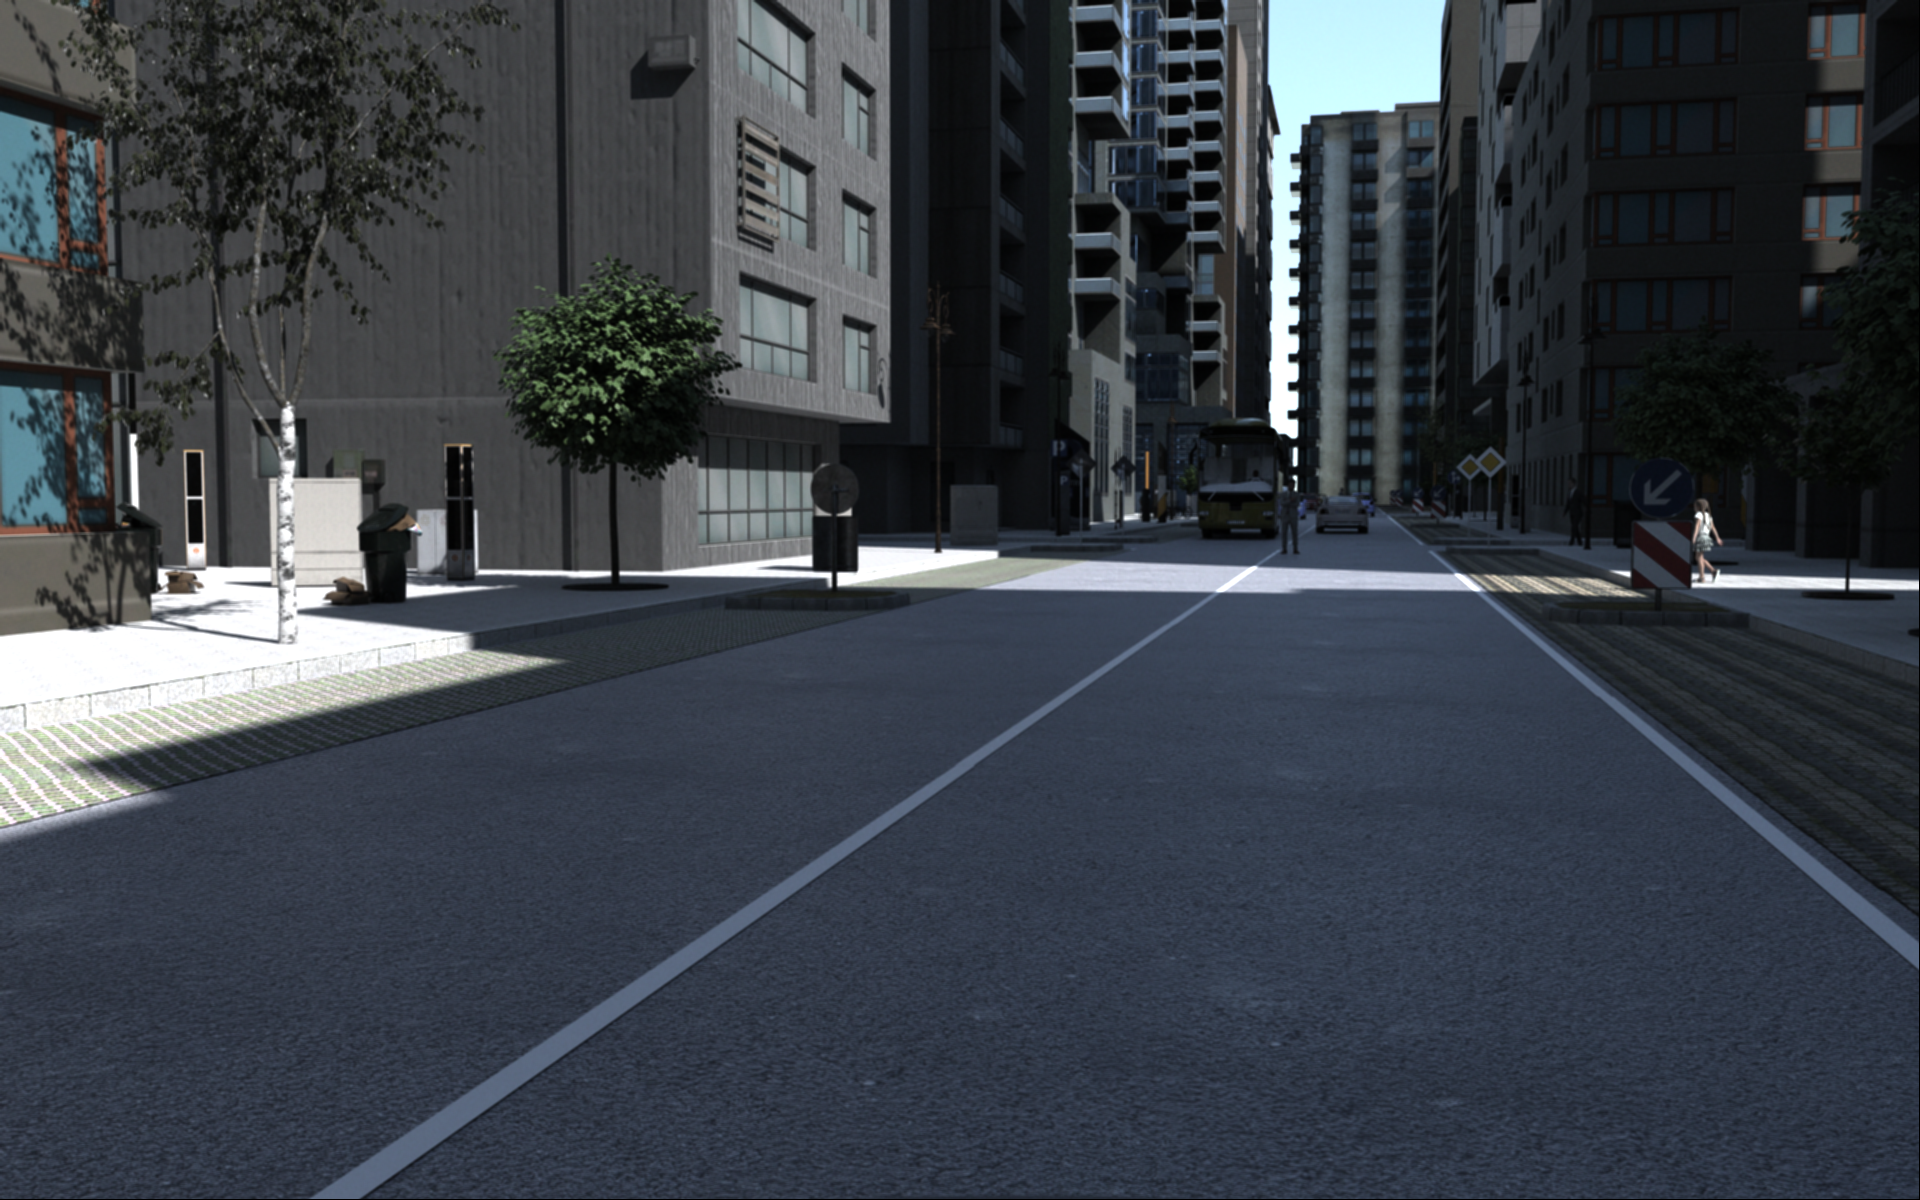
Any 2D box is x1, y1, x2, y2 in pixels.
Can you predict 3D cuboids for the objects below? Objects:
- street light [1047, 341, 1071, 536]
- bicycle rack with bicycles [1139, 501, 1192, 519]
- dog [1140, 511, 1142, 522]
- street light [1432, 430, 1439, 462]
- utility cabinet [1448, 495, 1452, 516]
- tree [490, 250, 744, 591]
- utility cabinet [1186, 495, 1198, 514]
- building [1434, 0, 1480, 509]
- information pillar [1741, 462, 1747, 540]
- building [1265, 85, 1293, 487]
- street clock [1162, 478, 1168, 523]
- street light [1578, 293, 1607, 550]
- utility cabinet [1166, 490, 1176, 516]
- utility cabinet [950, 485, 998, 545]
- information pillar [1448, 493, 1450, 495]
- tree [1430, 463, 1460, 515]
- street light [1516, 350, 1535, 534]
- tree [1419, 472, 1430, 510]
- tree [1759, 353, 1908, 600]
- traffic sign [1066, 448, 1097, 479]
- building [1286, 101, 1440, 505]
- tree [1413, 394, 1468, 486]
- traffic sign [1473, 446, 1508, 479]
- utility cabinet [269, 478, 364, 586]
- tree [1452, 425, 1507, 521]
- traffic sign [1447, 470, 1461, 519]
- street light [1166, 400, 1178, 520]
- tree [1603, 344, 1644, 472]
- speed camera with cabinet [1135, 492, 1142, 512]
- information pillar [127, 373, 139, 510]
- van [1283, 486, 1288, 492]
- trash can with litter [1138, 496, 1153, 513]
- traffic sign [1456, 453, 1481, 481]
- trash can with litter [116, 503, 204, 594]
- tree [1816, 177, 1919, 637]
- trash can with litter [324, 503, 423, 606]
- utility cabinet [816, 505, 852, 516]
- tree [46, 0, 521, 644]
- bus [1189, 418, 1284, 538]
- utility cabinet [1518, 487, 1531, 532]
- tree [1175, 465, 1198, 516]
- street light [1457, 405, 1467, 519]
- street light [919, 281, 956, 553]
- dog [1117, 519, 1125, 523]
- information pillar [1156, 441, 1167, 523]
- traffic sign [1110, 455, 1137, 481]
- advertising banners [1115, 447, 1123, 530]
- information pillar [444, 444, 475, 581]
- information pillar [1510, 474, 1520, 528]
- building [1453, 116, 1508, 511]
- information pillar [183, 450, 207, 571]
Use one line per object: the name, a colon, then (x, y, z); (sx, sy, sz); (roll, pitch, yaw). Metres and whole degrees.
street light: (2.996, -4.873, 52.456); (0.468, 5.910, 1.993); (1, 4, 13)
bicycle rack with bicycles: (10.712, -4.685, 89.985); (2.925, 0.926, 2.852); (-1, 4, -17)
dog: (8.587, -3.901, 80.612); (0.540, 0.507, 0.406); (1, 4, 23)
street light: (33.456, -9.124, 121.961); (0.468, 5.910, 1.993); (1, 4, 13)
utility cabinet: (28.597, -5.521, 101.432); (0.306, 1.237, 1.020); (1, 4, 21)
tree: (-4.631, -2.437, 23.557); (4.285, 4.588, 4.351); (0, 3, 0)
utility cabinet: (14.978, -6.080, 110.577); (1.020, 1.237, 0.306); (0, 4, -2)
building: (53.004, -32.225, 150.582); (21.300, 48.544, 21.600); (1, 4, 13)
information pillar: (22.046, -3.495, 48.494); (0.183, 3.616, 0.504); (0, 4, 0)
building: (28.804, -38.813, 223.827); (27.495, 52.752, 28.713); (1, 4, 13)
street clock: (9.206, -4.492, 78.016); (0.358, 2.002, 0.471); (0, 4, 2)
street light: (14.529, -4.106, 39.926); (0.468, 5.910, 1.993); (1, 4, 13)
utility cabinet: (11.651, -5.461, 97.970); (1.173, 1.500, 0.318); (-1, 4, -20)
utility cabinet: (0.357, -2.099, 43.003); (1.173, 1.500, 0.318); (-2, 4, -24)
information pillar: (31.714, -6.613, 112.609); (0.304, 2.012, 0.304); (2, 4, 26)
tree: (30.470, -6.936, 108.004); (1.663, 3.219, 1.824); (0, 3, 0)
street light: (18.170, -5.075, 55.760); (0.468, 5.910, 1.993); (1, 4, 13)
tree: (38.168, -8.861, 139.473); (1.663, 3.219, 1.824); (0, 3, 0)
tree: (11.059, -1.642, 21.454); (1.663, 3.219, 1.824); (0, 3, 0)
traffic sign: (3.069, -2.561, 44.059); (0.795, 2.593, 0.064); (1, 4, 13)
building: (56.350, -36.383, 214.470); (30.456, 49.044, 23.786); (1, 4, 13)
tree: (34.936, -10.802, 126.976); (4.737, 8.622, 4.395); (0, 3, 0)
traffic sign: (12.802, -2.422, 41.793); (0.795, 2.593, 0.064); (1, 4, 13)
utility cabinet: (-8.909, -0.937, 23.997); (1.173, 1.500, 0.318); (-1, 4, -13)
tree: (25.129, -6.055, 82.714); (4.285, 4.588, 4.351); (0, 3, 0)
traffic sign: (25.805, -5.521, 90.376); (0.768, 2.556, 0.104); (1, 4, 17)
street light: (10.435, -6.877, 85.220); (0.468, 5.910, 1.993); (1, 4, 13)
tree: (13.509, -2.929, 31.606); (4.285, 4.588, 4.351); (0, 3, 0)
speed camera with cabinet: (12.164, -7.925, 123.915); (2.038, 3.252, 0.660); (0, 4, -2)
information pillar: (-11.460, -1.997, 24.006); (0.183, 3.616, 0.504); (-2, 4, -28)
van: (17.148, -5.293, 93.554); (2.013, 2.044, 4.112); (1, 4, 14)
trash can with litter: (12.702, -6.508, 117.791); (1.055, 1.170, 0.624); (-2, 4, -28)
traffic sign: (14.604, -2.898, 49.572); (0.795, 2.593, 0.064); (1, 4, 13)
trash can with litter: (-10.356, -0.672, 22.379); (1.055, 1.170, 0.624); (-1, 4, -10)
tree: (9.396, -1.941, 15.450); (4.285, 4.588, 4.351); (0, 3, 0)
trash can with litter: (-6.871, -0.544, 20.274); (0.624, 1.170, 1.055); (2, 4, 28)
utility cabinet: (-2.129, -1.251, 29.126); (0.318, 1.500, 1.173); (1, 4, 12)
tree: (-5.831, -3.944, 14.842); (4.360, 8.622, 3.978); (0, 3, 0)
bus: (9.725, -4.156, 59.496); (2.896, 3.916, 12.252); (1, 4, 11)
utility cabinet: (18.944, -3.024, 58.120); (0.318, 1.500, 1.173); (1, 4, 13)
tree: (13.343, -6.516, 101.141); (1.663, 3.219, 1.824); (0, 3, 0)
street light: (25.665, -7.078, 88.512); (0.468, 5.910, 1.993); (1, 4, 13)
street light: (-0.477, -3.972, 37.727); (0.468, 5.910, 1.993); (1, 4, 13)
dog: (7.223, -3.639, 77.227); (0.550, 0.427, 0.748); (2, 4, 25)
information pillar: (8.931, -5.214, 76.602); (0.183, 3.616, 0.504); (-2, 4, -35)
traffic sign: (4.871, -3.037, 51.839); (0.795, 2.593, 0.064); (1, 4, 13)
advertising banners: (6.052, -4.227, 65.304); (0.090, 3.025, 2.074); (1, 4, 9)
information pillar: (-7.424, -1.298, 25.706); (0.304, 2.012, 0.304); (1, 4, 18)
information pillar: (20.784, -3.691, 64.835); (0.304, 2.012, 0.304); (1, 4, 15)
building: (45.653, -22.173, 134.233); (14.160, 30.474, 14.107); (1, 4, 13)
information pillar: (-12.846, -1.504, 29.090); (0.304, 2.012, 0.304); (-1, 4, -23)
